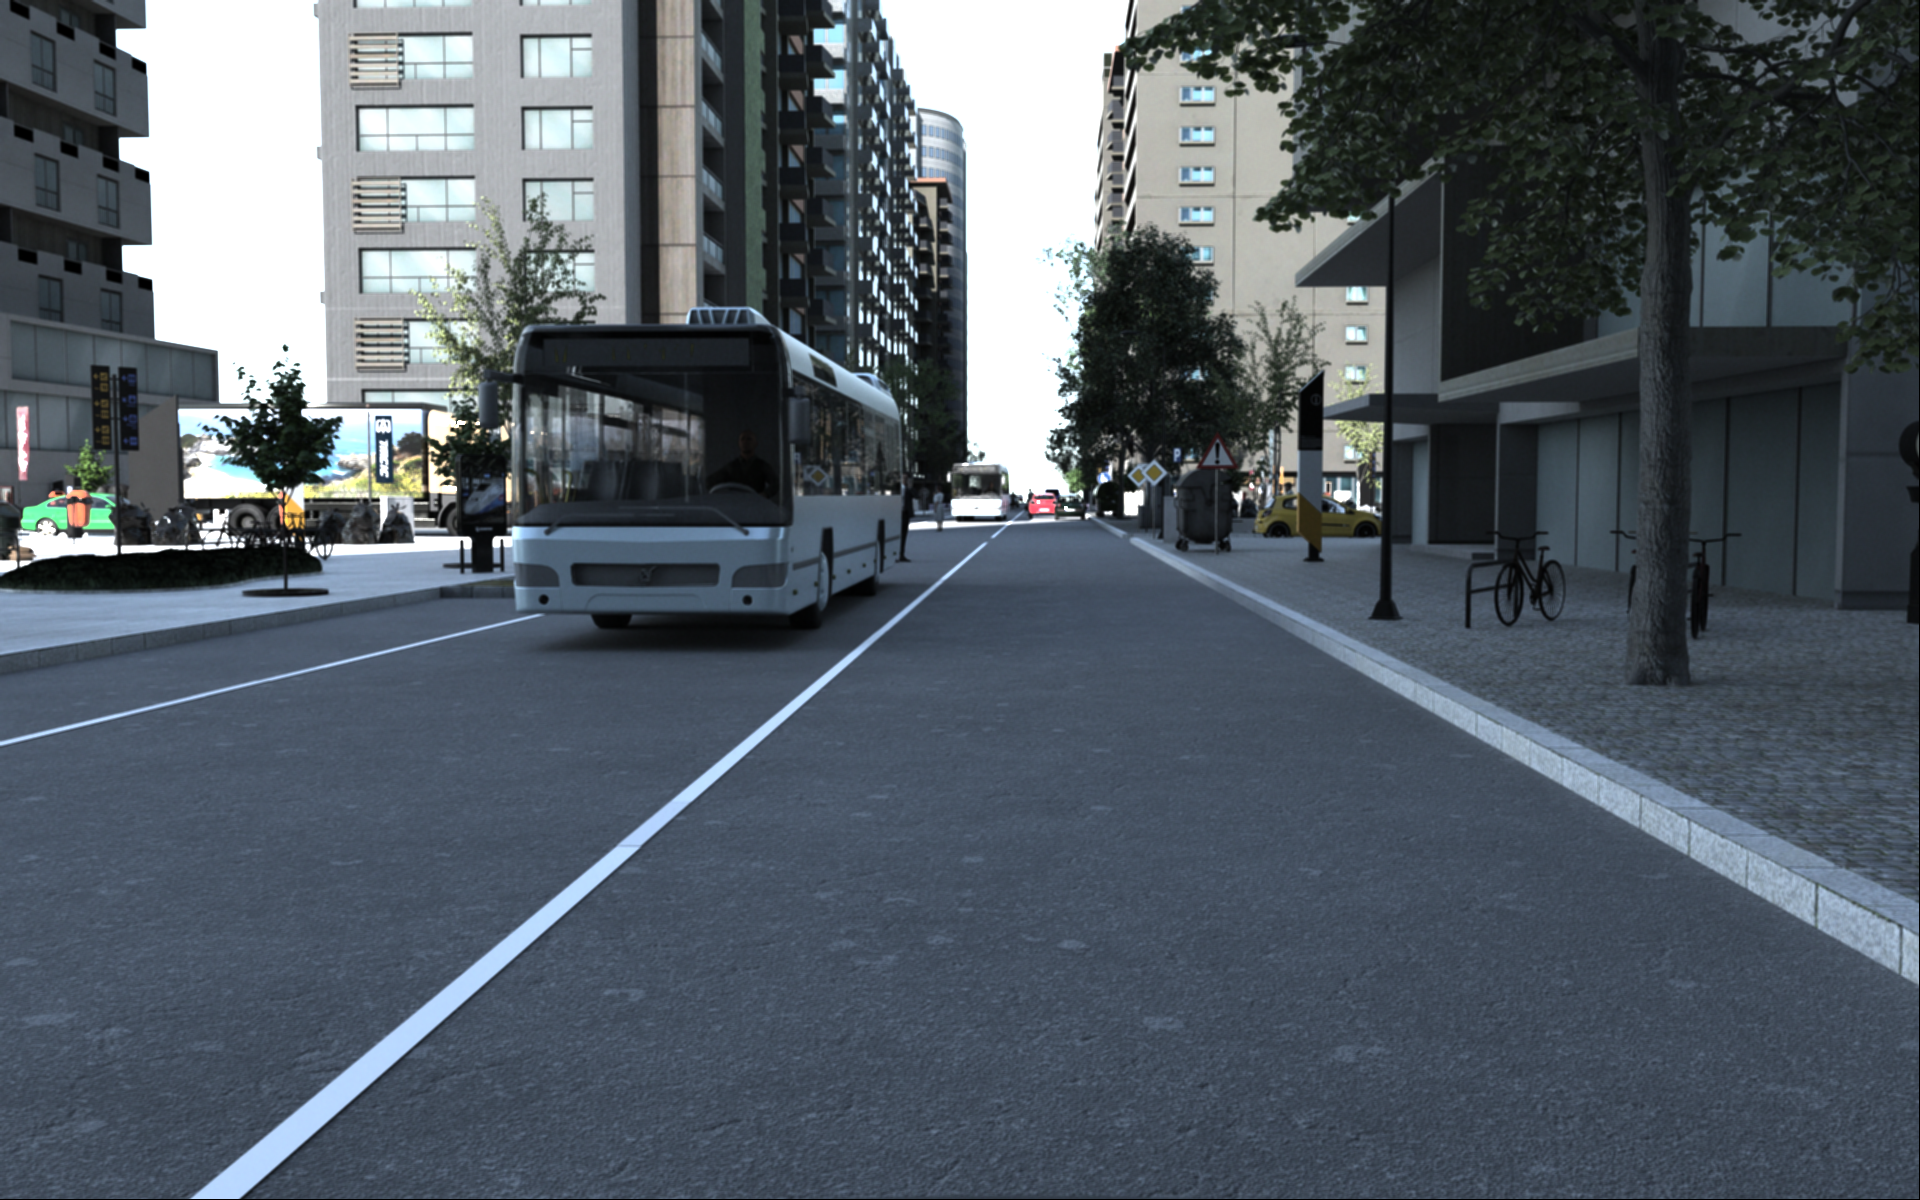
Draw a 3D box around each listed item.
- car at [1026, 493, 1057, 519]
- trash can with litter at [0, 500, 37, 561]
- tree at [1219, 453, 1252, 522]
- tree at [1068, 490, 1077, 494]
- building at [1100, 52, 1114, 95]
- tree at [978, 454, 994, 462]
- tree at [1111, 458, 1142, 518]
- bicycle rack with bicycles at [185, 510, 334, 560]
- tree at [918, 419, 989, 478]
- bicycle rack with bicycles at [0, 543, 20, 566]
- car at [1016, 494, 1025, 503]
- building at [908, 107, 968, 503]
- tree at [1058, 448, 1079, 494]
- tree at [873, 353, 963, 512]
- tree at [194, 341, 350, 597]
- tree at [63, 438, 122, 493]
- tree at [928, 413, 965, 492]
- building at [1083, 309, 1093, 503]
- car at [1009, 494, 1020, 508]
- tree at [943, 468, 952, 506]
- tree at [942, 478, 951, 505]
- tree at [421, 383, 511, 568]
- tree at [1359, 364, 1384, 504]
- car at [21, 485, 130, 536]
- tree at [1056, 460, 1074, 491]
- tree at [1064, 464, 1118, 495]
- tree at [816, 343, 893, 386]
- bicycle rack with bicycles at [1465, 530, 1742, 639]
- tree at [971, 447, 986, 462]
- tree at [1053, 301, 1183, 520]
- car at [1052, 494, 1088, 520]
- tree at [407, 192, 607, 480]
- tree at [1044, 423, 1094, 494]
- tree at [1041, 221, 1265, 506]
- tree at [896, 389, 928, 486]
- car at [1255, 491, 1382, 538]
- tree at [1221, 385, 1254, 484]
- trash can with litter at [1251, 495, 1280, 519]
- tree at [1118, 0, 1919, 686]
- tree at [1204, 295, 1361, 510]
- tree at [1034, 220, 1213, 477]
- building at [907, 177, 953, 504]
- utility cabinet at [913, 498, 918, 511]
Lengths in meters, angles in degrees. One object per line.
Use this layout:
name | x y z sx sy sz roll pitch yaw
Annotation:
car | 4.985 -5.738 102.851 2.155 1.783 4.494 0 4 2
trash can with litter | -18.234 -1.346 33.393 1.055 1.170 0.624 2 4 26
tree | 12.552 -5.243 80.324 1.663 3.219 1.824 0 3 0
tree | 16.971 -16.048 256.992 1.663 3.219 1.824 0 3 0
building | 30.759 -51.461 279.635 20.563 71.187 20.611 0 4 3
tree | 4.326 -20.868 291.557 4.737 8.622 4.395 0 3 0
tree | 9.050 -6.002 92.741 1.663 3.219 1.824 0 3 0
bicycle rack with bicycles | -13.323 -1.220 33.334 2.852 0.926 2.925 2 4 32
tree | -0.583 -16.489 204.011 8.767 10.594 7.601 0 4 -8
bicycle rack with bicycles | -17.407 -0.958 29.039 2.852 0.926 2.925 2 4 31
car | 9.732 -17.163 289.646 2.155 1.783 4.494 0 4 3
building | -10.065 -44.035 261.977 21.231 58.520 28.212 0 4 3
tree | 15.649 -18.107 246.406 4.737 8.622 4.395 0 3 0
tree | -3.752 -12.285 126.619 9.928 11.665 9.643 0 3 0
tree | -8.484 -1.674 21.966 1.663 3.219 1.824 0 3 0
tree | -30.332 -4.009 60.155 1.663 3.219 1.824 0 3 0
tree | -1.961 -12.359 152.428 4.360 8.622 3.978 0 3 0
building | 25.730 -30.076 263.447 14.160 30.474 14.107 0 4 3
car | 5.397 -10.615 185.359 2.131 1.459 4.920 0 4 4
tree | -0.323 -12.654 190.598 4.285 4.588 4.351 0 3 0
tree | -1.322 -11.353 180.220 1.663 3.219 1.824 0 3 0
tree | -8.700 -2.191 30.426 1.663 3.219 1.824 0 3 0
tree | 22.281 -8.893 95.757 4.737 8.622 4.395 0 3 0
car | -27.411 -2.849 55.373 4.718 1.807 1.959 0 4 2
tree | 17.366 -20.287 282.052 4.360 8.622 3.978 0 3 0
tree | 11.101 -9.408 137.535 4.285 4.588 4.351 0 3 0
tree | -5.886 -8.142 83.477 4.737 8.622 4.395 0 3 0
bicycle rack with bicycles | 6.269 -0.214 16.879 2.852 0.926 2.925 2 4 33
tree | 2.491 -18.928 259.833 4.360 8.622 3.978 0 3 0
tree | 8.151 -9.830 86.469 9.928 11.665 9.643 0 3 0
car | 6.129 -5.302 96.474 2.009 1.686 4.222 0 4 3
tree | -10.711 -5.582 41.624 4.737 8.622 4.395 0 3 0
tree | 13.987 -17.206 215.733 8.767 10.594 7.601 2 4 29
tree | 8.157 -9.548 73.118 9.611 12.733 9.660 0 3 0
tree | -4.698 -10.044 114.583 4.360 8.622 3.978 0 3 0
car | 10.954 -2.582 52.439 3.980 1.641 2.015 0 4 3
tree | 16.143 -9.486 105.463 4.360 8.622 3.978 0 3 0
trash can with litter | 15.870 -4.709 88.043 2.233 1.210 1.678 1 4 13
tree | 4.540 -5.729 11.791 7.486 12.596 7.792 0 3 0
tree | 11.474 -6.943 63.887 4.737 8.622 4.395 0 3 0
tree | 11.276 -16.002 117.518 12.611 20.169 13.585 0 3 0
building | -12.324 -35.435 233.986 22.147 44.769 28.867 0 4 3
utility cabinet | -3.510 -7.241 129.546 0.306 1.237 1.020 -2 4 -33
